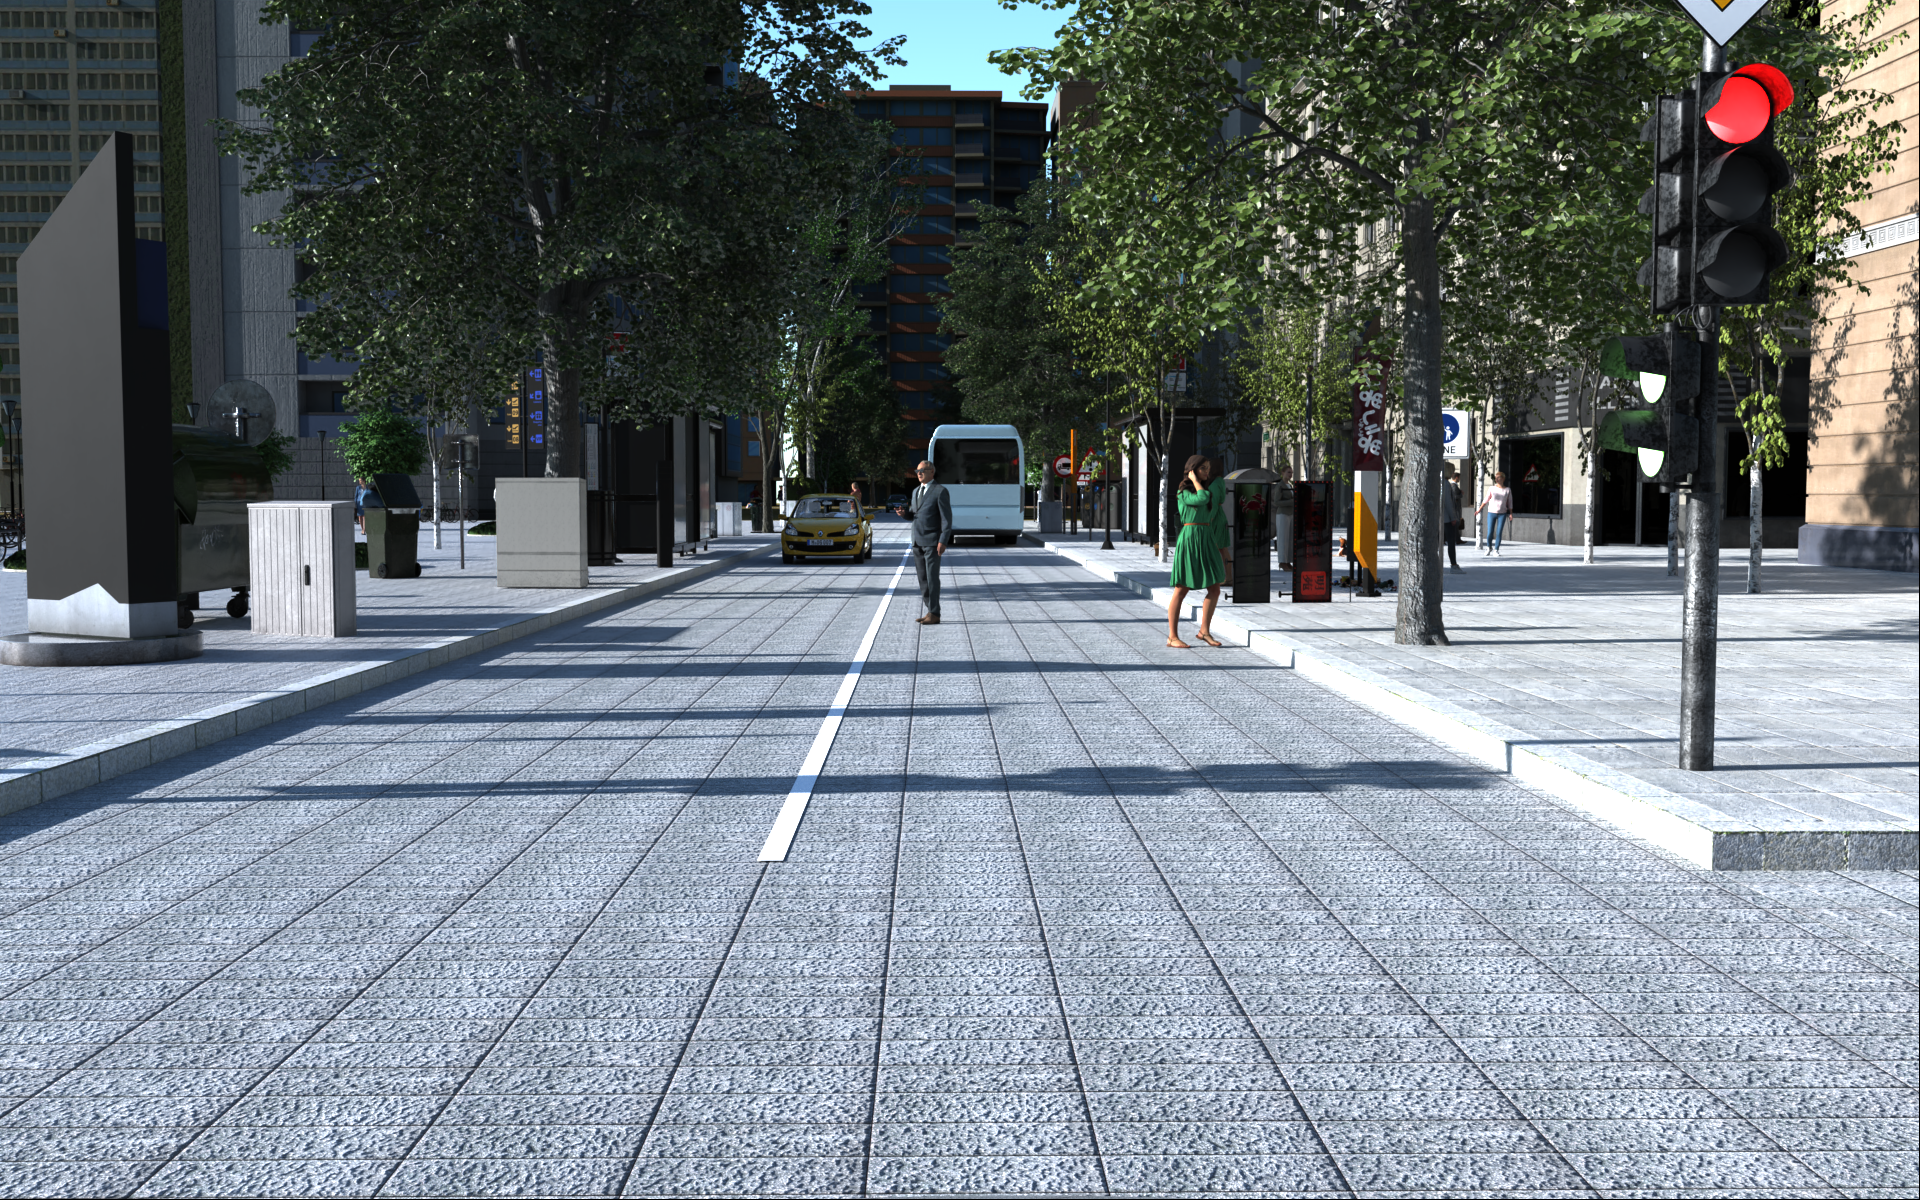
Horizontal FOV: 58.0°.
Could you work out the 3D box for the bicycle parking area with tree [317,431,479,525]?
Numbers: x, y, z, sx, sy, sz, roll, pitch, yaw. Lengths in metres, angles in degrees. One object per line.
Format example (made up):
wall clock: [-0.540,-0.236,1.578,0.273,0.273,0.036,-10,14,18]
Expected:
bicycle parking area with tree: [-26.801,-5.508,77.060,9.016,4.147,8.231,-3,5,-45]

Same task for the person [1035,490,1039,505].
person: [6.070,-7.953,137.543,0.593,1.643,0.415,0,4,0]

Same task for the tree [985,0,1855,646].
tree: [3.620,-5.878,14.234,7.486,12.596,7.792,0,3,0]

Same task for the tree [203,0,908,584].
tree: [-5.529,-7.197,24.330,9.857,13.997,8.962,0,3,0]

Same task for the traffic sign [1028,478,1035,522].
traffic sign: [3.408,-4.719,79.284,0.606,2.300,0.079,0,4,4]

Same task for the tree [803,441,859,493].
tree: [-7.823,-7.361,104.069,4.285,4.588,4.351,0,3,0]

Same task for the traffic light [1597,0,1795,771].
traffic light: [3.418,-1.165,7.971,0.839,4.253,0.868,0,4,-1]

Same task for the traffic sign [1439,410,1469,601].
traffic sign: [5.742,-1.132,20.635,0.606,2.300,0.079,0,4,7]

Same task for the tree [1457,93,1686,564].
tree: [11.841,-4.975,31.702,4.360,8.622,3.978,0,3,0]

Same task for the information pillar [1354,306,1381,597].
information pillar: [5.075,-1.848,21.567,0.183,3.616,0.504,3,5,40]

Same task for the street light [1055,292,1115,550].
street light: [2.878,-4.121,39.925,1.470,5.913,1.316,0,4,-1]

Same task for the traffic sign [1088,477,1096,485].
traffic sign: [6.156,-5.075,83.078,0.768,2.556,0.104,0,4,2]

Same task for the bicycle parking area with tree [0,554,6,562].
bicycle parking area with tree: [-21.616,-2.814,33.010,8.231,4.147,9.016,0,4,-3]

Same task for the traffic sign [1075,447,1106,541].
traffic sign: [3.586,-2.909,47.561,0.884,2.594,0.081,0,4,0]

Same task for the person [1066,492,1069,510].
person: [8.464,-7.881,138.126,0.421,1.427,0.697,0,4,-5]

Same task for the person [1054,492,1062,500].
person: [5.041,-5.399,95.037,1.217,1.743,0.721,2,4,30]

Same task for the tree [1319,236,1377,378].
tree: [11.841,-5.891,46.678,4.360,8.622,3.978,0,3,0]

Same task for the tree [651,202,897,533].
tree: [-6.216,-8.017,56.833,9.928,11.665,9.643,0,3,0]

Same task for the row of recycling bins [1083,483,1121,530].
row of recycling bins: [5.478,-3.493,64.221,1.069,1.692,3.534,-1,4,-15]

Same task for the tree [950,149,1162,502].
tree: [3.318,-9.740,65.900,9.857,13.997,8.962,0,3,0]

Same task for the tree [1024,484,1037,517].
tree: [3.783,-6.266,97.049,1.663,3.219,1.824,0,3,0]

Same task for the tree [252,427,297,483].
tree: [-25.361,-4.744,61.270,4.285,4.588,4.351,0,3,0]

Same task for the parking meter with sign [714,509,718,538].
parking meter with sign: [-7.872,-3.341,50.883,1.738,3.016,0.543,2,4,34]

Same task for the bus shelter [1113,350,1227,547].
bus shelter: [5.331,-4.190,46.137,2.179,5.291,8.768,0,4,-1]

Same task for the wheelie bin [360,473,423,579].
wheelie bin: [-8.724,-1.137,26.497,0.693,1.594,0.980,3,4,36]

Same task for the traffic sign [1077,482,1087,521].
traffic sign: [5.749,-4.897,82.199,0.606,2.300,0.079,0,4,0]

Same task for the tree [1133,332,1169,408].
tree: [8.957,-7.789,77.717,4.360,8.622,3.978,0,3,0]

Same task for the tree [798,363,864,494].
tree: [-7.589,-9.049,98.317,4.360,8.622,3.978,0,3,0]

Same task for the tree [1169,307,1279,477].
tree: [10.446,-7.150,67.271,4.360,8.622,3.978,0,3,0]

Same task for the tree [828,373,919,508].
tree: [-8.061,-14.774,158.559,9.611,12.733,9.660,0,3,0]

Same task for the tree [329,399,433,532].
tree: [-19.699,-4.613,59.139,4.285,4.588,4.351,0,3,0]

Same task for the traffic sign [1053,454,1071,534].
traffic sign: [3.340,-3.380,55.374,0.768,2.556,0.104,0,4,2]

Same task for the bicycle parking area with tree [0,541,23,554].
bicycle parking area with tree: [-23.548,-3.380,42.271,9.016,4.147,8.231,-3,5,-45]

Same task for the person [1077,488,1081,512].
person: [8.472,-7.077,122.470,0.721,1.735,1.217,-3,5,-40]

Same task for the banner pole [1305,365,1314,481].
banner pole: [6.808,-2.683,33.888,0.401,3.779,0.863,0,4,5]

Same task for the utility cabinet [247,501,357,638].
utility cabinet: [-5.993,-0.282,15.768,1.020,1.237,0.306,2,4,24]

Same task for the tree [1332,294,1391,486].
tree: [11.030,-6.338,53.986,4.737,8.622,4.395,0,3,0]

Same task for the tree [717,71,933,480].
tree: [-8.426,-13.707,79.996,12.611,20.169,13.585,0,3,0]

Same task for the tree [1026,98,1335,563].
tree: [3.666,-5.021,32.449,4.737,8.622,4.395,0,3,0]

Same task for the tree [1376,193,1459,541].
tree: [12.241,-5.468,39.767,4.360,8.622,3.978,0,3,0]

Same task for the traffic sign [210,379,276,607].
traffic sign: [-7.958,-1.167,19.193,0.768,2.556,0.104,0,4,0]

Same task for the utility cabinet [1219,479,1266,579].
utility cabinet: [3.956,-1.041,25.701,1.173,1.500,0.318,-2,4,-25]

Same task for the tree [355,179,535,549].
tree: [-11.903,-5.485,40.048,4.360,8.622,3.978,0,3,0]

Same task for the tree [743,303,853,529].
tree: [-6.244,-6.938,63.801,4.737,8.622,4.395,0,3,0]

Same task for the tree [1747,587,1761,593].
tree: [10.069,-4.394,22.205,4.737,8.622,4.395,0,3,0]

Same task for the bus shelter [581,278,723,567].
bus shelter: [-6.442,-3.499,34.840,2.179,5.291,8.768,0,4,-1]

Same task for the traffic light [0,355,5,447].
traffic light: [-4.842,-1.157,7.832,0.839,4.253,0.868,0,4,-1]

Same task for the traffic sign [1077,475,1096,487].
traffic sign: [5.363,-4.521,73.921,0.884,2.594,0.081,0,4,8]

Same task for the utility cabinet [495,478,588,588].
utility cabinet: [-5.684,-0.910,23.564,1.173,1.500,0.318,0,4,6]

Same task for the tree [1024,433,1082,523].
tree: [3.828,-6.448,89.139,4.285,4.588,4.351,0,3,0]

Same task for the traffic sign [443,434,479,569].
traffic sign: [-8.518,-1.680,29.597,0.606,2.300,0.079,0,4,1]
